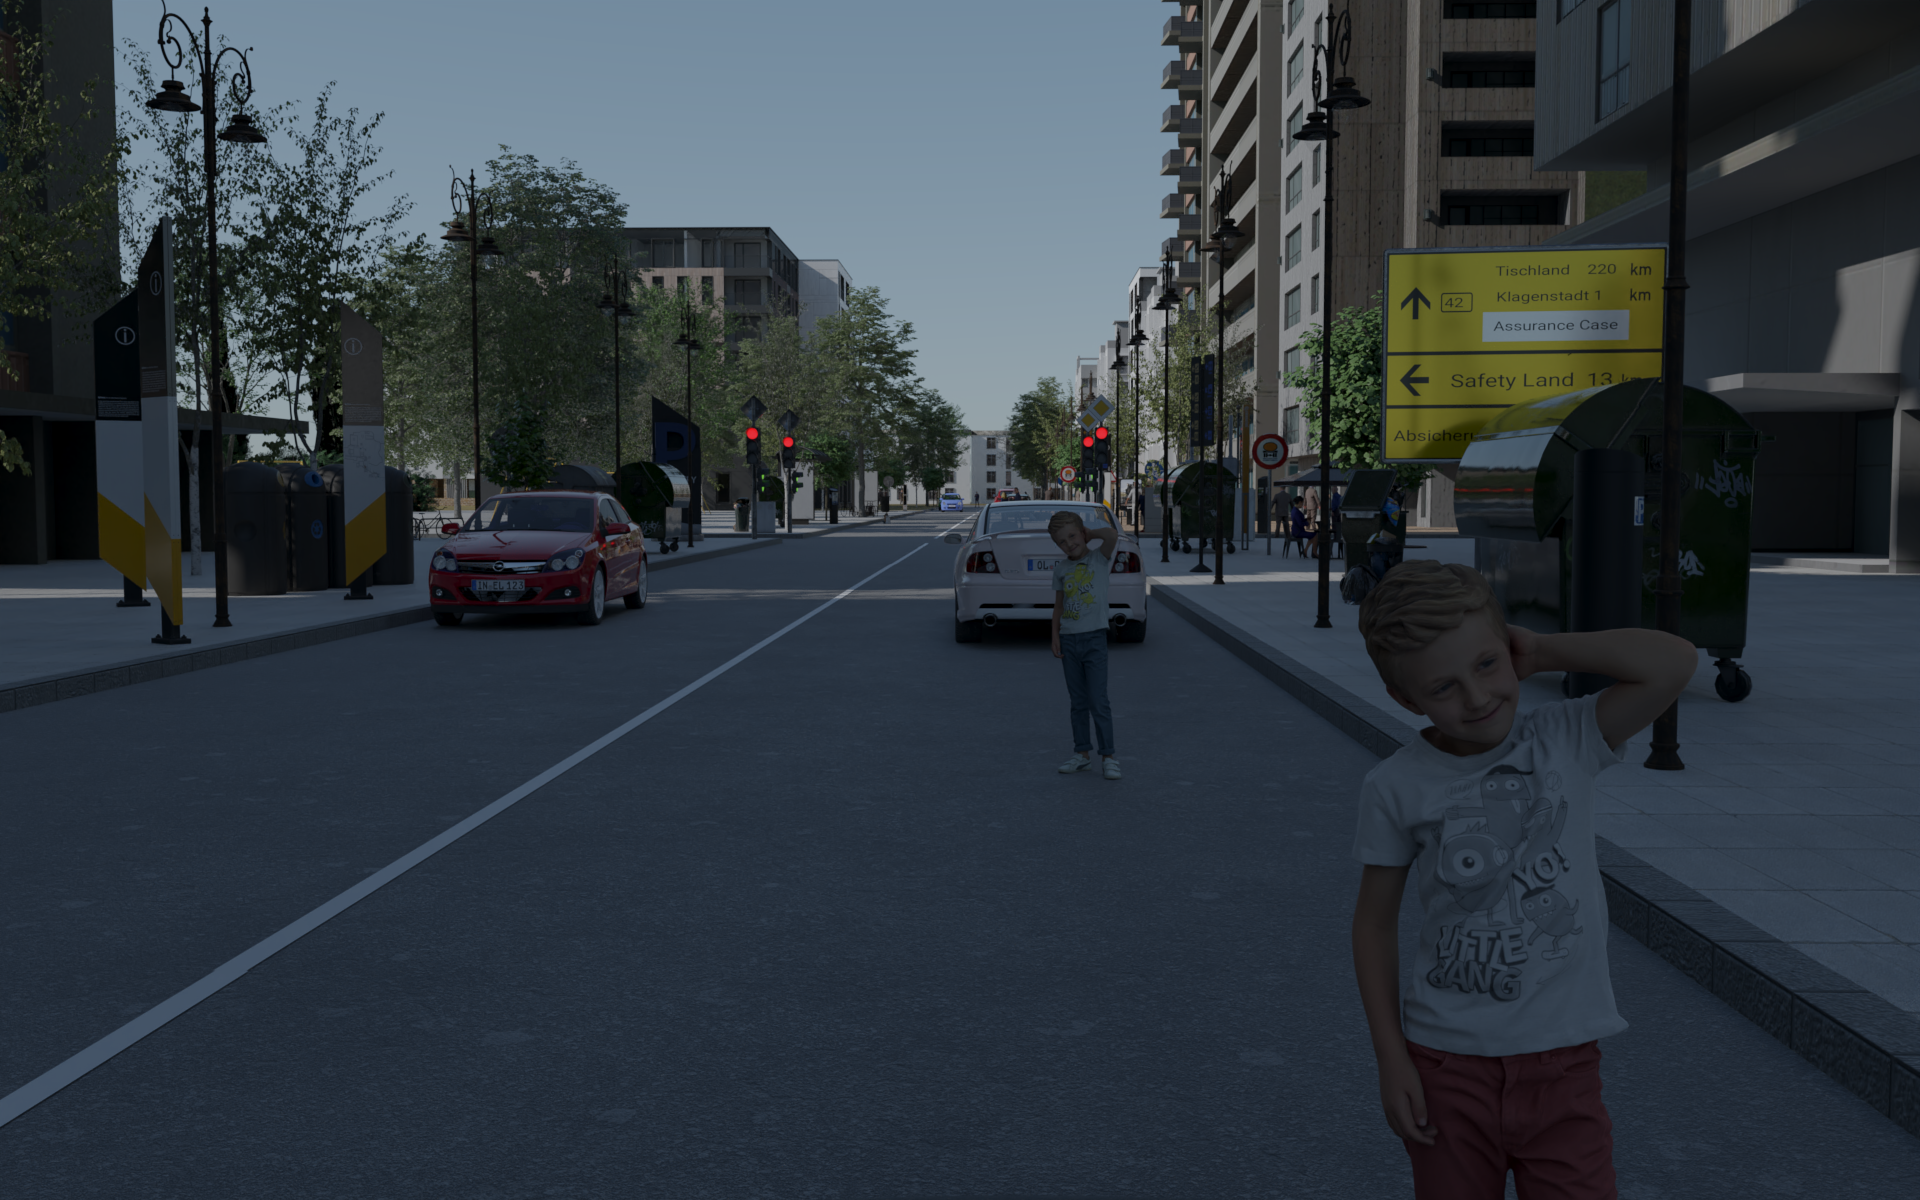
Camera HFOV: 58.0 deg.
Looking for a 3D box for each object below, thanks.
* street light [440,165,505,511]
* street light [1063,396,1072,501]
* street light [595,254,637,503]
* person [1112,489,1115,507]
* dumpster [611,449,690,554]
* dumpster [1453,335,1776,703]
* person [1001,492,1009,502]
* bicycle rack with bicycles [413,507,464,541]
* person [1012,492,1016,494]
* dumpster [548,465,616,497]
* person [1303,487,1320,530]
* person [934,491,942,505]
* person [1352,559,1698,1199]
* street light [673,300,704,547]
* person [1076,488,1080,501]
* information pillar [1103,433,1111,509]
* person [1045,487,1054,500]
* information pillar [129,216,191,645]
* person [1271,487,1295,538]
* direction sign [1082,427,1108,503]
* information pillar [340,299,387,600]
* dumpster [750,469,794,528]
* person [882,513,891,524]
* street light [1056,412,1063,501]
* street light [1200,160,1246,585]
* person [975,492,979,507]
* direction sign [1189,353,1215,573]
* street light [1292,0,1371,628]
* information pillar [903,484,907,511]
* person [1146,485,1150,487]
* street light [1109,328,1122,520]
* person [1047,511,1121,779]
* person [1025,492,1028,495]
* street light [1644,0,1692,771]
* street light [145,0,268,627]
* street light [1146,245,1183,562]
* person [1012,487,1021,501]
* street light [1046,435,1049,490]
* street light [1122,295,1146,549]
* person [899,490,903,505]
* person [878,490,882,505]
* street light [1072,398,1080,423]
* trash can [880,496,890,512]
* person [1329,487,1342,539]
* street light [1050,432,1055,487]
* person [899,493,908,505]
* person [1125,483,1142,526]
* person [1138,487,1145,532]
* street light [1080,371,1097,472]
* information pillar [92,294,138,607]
[{"bbox_3d":[-6.927,-3.179,24.772,0.468,5.910,1.993,0,4,2],"label":"street light"},{"bbox_3d":[5.273,-6.680,81.999,0.468,5.910,1.993,0,4,2],"label":"street light"},{"bbox_3d":[-6.627,-3.714,33.518,0.468,5.910,1.993,0,4,2],"label":"street light"},{"bbox_3d":[15.212,-10.128,171.646,0.705,1.823,1.348,1,4,12],"label":"person"},{"bbox_3d":[-6.769,-2.145,37.569,1.502,2.255,1.985,0,4,1],"label":"dumpster"},{"bbox_3d":[4.253,-0.547,11.433,1.502,2.255,1.985,0,4,2],"label":"dumpster"},{"bbox_3d":[1.969,-3.938,75.422,0.480,1.512,0.613,-3,4,-37],"label":"person"},{"bbox_3d":[-15.448,-2.156,48.628,2.852,0.926,2.925,2,4,27],"label":"bicycle rack with bicycles"},{"bbox_3d":[3.411,-5.888,105.440,0.621,1.740,0.551,3,4,39],"label":"person"},{"bbox_3d":[-7.691,-1.775,34.786,1.264,1.857,1.865,0,4,1],"label":"dumpster"},{"bbox_3d":[12.405,-3.323,60.922,0.434,1.755,0.990,-1,4,-21],"label":"person"},{"bbox_3d":[-2.558,-11.955,201.596,1.348,1.812,0.705,0,4,-7],"label":"person"},{"bbox_3d":[0.734,0.622,2.244,0.435,1.345,0.340,1,4,9],"label":"person"},{"bbox_3d":[-6.481,-4.202,41.490,0.468,5.910,1.993,0,4,2],"label":"street light"},{"bbox_3d":[7.248,-5.886,102.807,0.750,1.759,0.617,0,4,-5],"label":"person"},{"bbox_3d":[5.608,-4.614,66.801,0.504,3.616,0.183,2,4,25],"label":"information pillar"},{"bbox_3d":[5.655,-6.307,109.856,0.565,1.739,0.600,0,4,3],"label":"person"},{"bbox_3d":[-6.845,-1.436,14.832,0.504,3.616,0.183,3,5,39],"label":"information pillar"},{"bbox_3d":[10.013,-2.750,54.017,0.990,1.755,0.434,-1,4,-14],"label":"person"},{"bbox_3d":[4.553,-4.057,58.333,0.876,3.537,0.379,0,4,-3],"label":"direction sign"},{"bbox_3d":[-7.244,-1.813,21.005,0.504,3.616,0.183,-1,4,-19],"label":"information pillar"},{"bbox_3d":[-7.269,-3.944,66.972,1.502,2.255,1.985,0,4,1],"label":"dumpster"},{"bbox_3d":[-3.504,-3.923,83.109,0.357,0.543,0.381,3,5,41],"label":"person"},{"bbox_3d":[5.403,-7.167,89.971,0.468,5.910,1.993,0,4,2],"label":"street light"},{"bbox_3d":[3.683,-3.160,24.456,0.468,5.910,1.993,0,4,2],"label":"street light"},{"bbox_3d":[1.820,-10.849,186.796,0.541,1.710,0.530,2,4,32],"label":"person"},{"bbox_3d":[3.963,-2.225,28.376,0.379,3.537,0.876,-1,4,-16],"label":"direction sign"},{"bbox_3d":[3.494,-2.673,16.486,0.468,5.910,1.993,0,4,2],"label":"street light"},{"bbox_3d":[-4.147,-7.728,130.846,0.304,2.012,0.304,0,4,1],"label":"information pillar"},{"bbox_3d":[9.455,-4.921,87.209,0.576,1.737,0.504,2,4,23],"label":"person"},{"bbox_3d":[4.403,-4.622,48.363,0.468,5.910,1.993,0,4,2],"label":"street light"},{"bbox_3d":[0.645,0.217,8.855,0.435,1.345,0.340,1,4,21],"label":"person"},{"bbox_3d":[5.514,-8.296,145.613,0.415,1.643,0.593,-2,4,-23],"label":"person"},{"bbox_3d":[3.301,-2.150,7.942,0.468,5.910,1.993,0,4,2],"label":"street light"},{"bbox_3d":[-7.145,-2.680,16.598,0.468,5.910,1.993,0,4,2],"label":"street light"},{"bbox_3d":[3.863,-3.648,32.427,0.468,5.910,1.993,0,4,2],"label":"street light"},{"bbox_3d":[2.312,-3.727,70.350,0.530,1.710,0.541,0,4,-4],"label":"person"},{"bbox_3d":[6.413,-9.203,123.264,0.468,5.910,1.993,0,4,2],"label":"street light"},{"bbox_3d":[4.132,-4.135,40.395,0.468,5.910,1.993,0,4,2],"label":"street light"},{"bbox_3d":[-6.908,-12.315,207.951,0.990,1.755,0.434,-3,5,-44],"label":"person"},{"bbox_3d":[-9.351,-11.944,201.881,0.434,1.755,0.990,-3,5,-44],"label":"person"},{"bbox_3d":[5.125,-6.134,73.080,0.468,5.910,1.993,0,4,2],"label":"street light"},{"bbox_3d":[-5.238,-6.702,121.236,0.748,1.137,0.748,0,3,0],"label":"trash can"},{"bbox_3d":[10.341,-2.378,47.623,0.574,1.496,0.600,-2,4,-28],"label":"person"},{"bbox_3d":[5.969,-8.157,106.159,0.468,5.910,1.993,0,4,2],"label":"street light"},{"bbox_3d":[-6.568,-11.978,201.897,1.348,1.822,0.705,-3,5,-42],"label":"person"},{"bbox_3d":[7.003,-3.869,69.445,0.875,1.805,0.789,2,4,33],"label":"person"},{"bbox_3d":[6.210,-3.025,58.050,0.480,1.512,0.613,2,4,25],"label":"person"},{"bbox_3d":[4.885,-5.628,64.813,0.468,5.910,1.993,0,4,2],"label":"street light"},{"bbox_3d":[-9.505,-1.729,19.618,0.504,3.616,0.183,-2,4,-31],"label":"information pillar"}]
